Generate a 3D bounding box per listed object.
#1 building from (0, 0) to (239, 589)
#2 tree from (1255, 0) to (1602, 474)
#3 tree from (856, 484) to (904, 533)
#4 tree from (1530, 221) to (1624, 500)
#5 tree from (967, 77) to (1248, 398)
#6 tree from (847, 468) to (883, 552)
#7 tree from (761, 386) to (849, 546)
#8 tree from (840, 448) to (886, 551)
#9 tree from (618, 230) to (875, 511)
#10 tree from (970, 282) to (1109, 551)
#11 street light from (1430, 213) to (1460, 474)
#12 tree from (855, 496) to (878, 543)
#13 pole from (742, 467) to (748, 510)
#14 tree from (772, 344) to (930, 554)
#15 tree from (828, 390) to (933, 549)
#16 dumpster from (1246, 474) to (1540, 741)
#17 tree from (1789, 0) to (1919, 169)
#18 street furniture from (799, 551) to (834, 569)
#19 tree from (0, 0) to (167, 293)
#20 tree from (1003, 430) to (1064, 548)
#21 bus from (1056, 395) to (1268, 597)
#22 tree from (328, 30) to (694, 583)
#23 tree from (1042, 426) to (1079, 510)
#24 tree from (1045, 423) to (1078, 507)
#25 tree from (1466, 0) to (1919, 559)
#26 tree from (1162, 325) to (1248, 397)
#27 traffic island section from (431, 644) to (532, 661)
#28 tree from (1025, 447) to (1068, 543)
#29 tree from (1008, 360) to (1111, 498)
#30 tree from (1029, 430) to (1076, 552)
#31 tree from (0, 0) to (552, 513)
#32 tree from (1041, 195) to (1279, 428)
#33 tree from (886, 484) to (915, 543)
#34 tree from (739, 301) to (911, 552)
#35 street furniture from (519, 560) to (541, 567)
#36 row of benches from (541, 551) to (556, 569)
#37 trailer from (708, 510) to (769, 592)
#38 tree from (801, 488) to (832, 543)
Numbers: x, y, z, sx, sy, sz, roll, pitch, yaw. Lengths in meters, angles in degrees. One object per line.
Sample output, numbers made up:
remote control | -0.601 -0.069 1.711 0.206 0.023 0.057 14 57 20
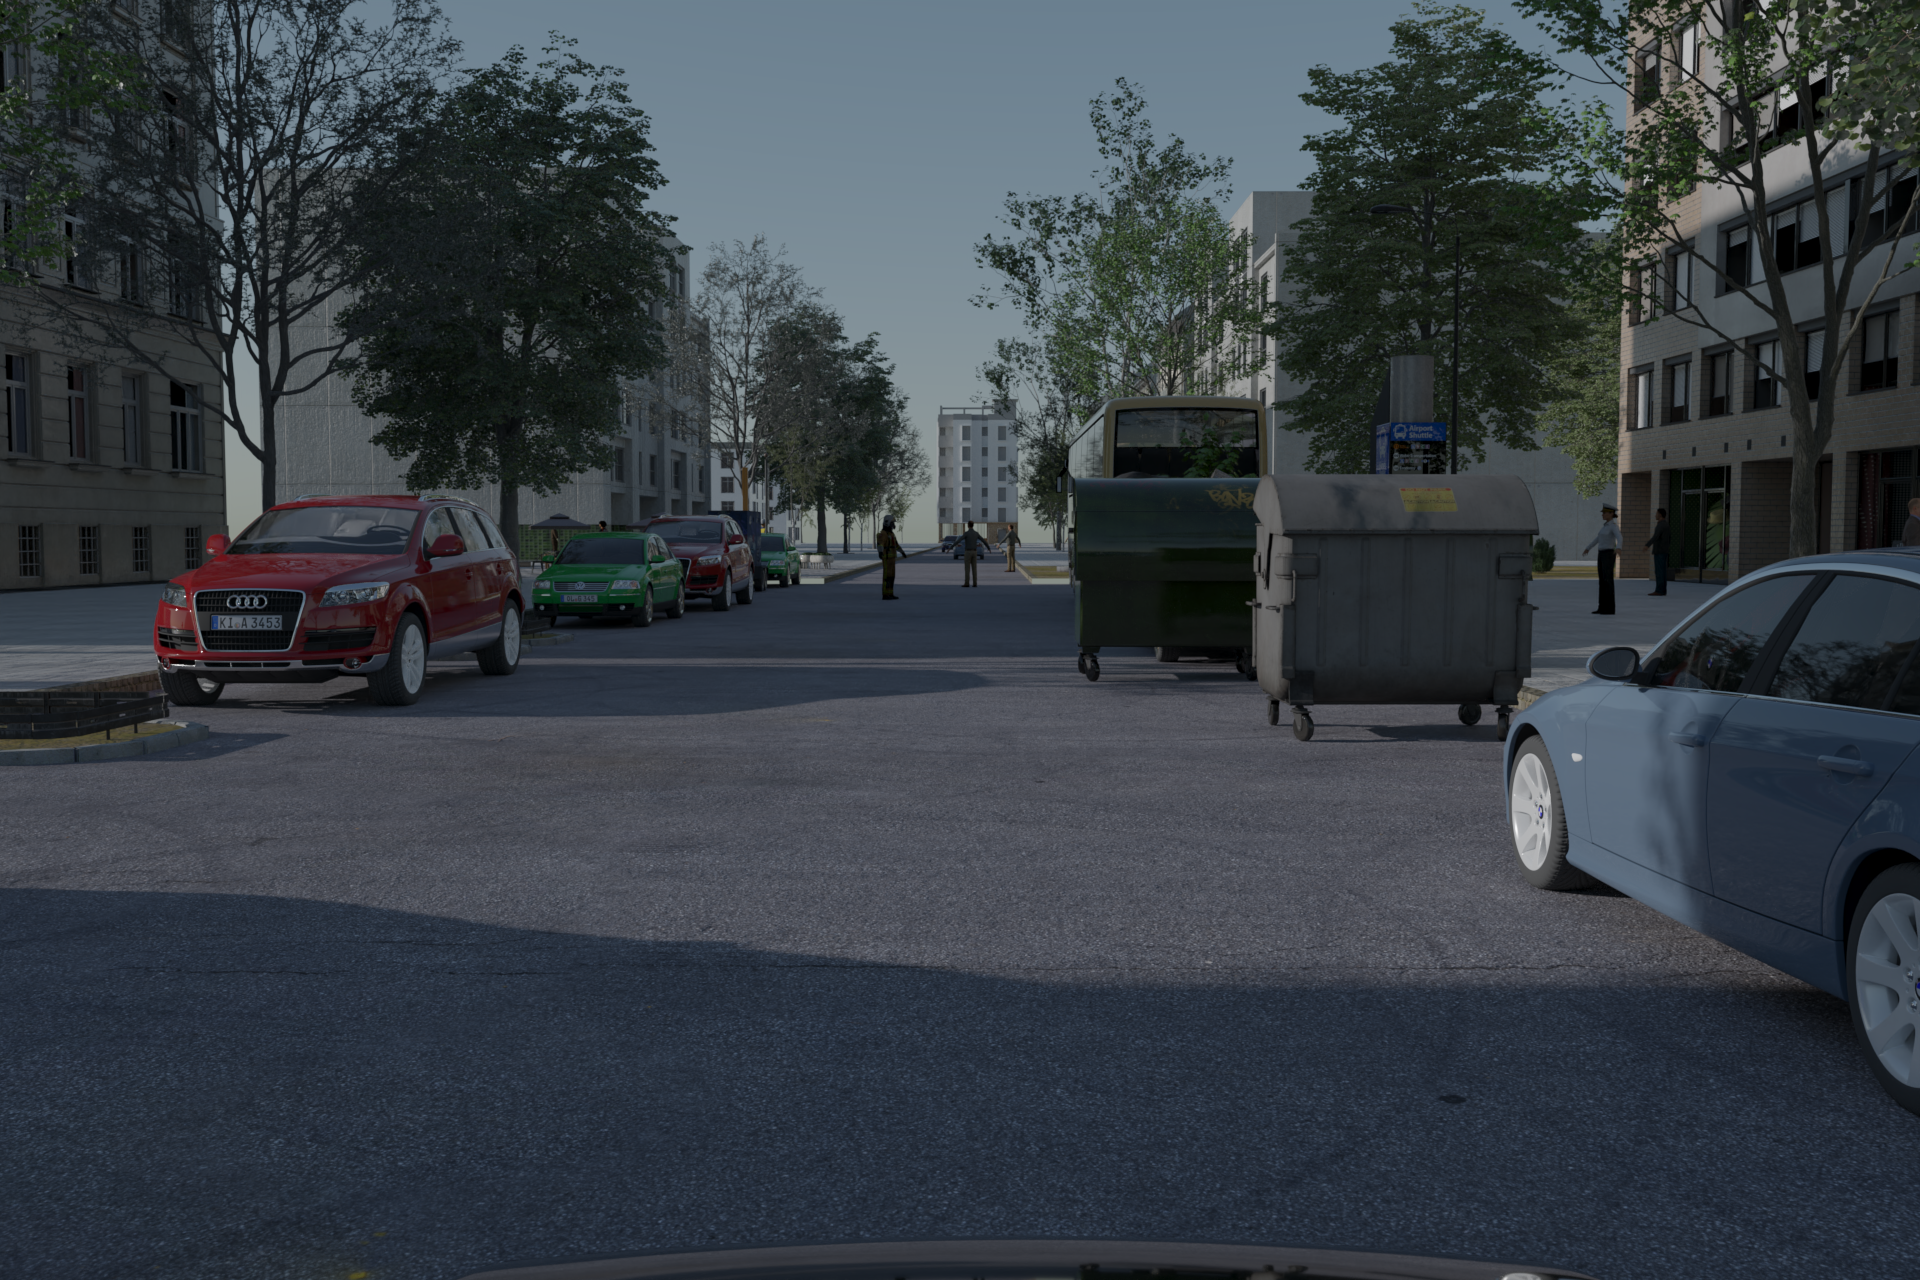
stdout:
building | -27.778 -12.338 33.750 16.112 23.069 30.059 0 3 0
tree | 10.206 -7.283 37.198 7.486 12.596 7.792 0 3 0
tree | -11.139 -18.730 240.652 7.601 10.594 8.767 0 4 1
tree | 24.067 -8.828 62.468 7.486 12.596 7.792 0 3 0
tree | 6.367 -13.392 74.845 12.611 20.169 13.585 0 3 0
tree | -7.664 -10.564 123.080 4.737 8.622 4.395 0 3 0
tree | -8.197 -8.112 83.000 4.360 8.622 3.978 0 3 0
tree | -7.543 -11.121 132.190 4.737 8.622 4.395 0 3 0
tree | -8.751 -9.808 70.726 12.009 13.543 11.850 0 3 0
tree | 7.128 -16.950 133.021 12.611 20.169 13.585 0 3 0
street light | 7.562 -3.181 24.554 1.470 5.913 1.316 0 4 1
tree | -12.927 -18.173 247.497 4.360 8.622 3.978 0 3 0
pole | -6.557 -3.618 52.992 0.158 3.312 0.155 0 3 0
tree | -7.565 -12.390 112.943 12.009 13.543 11.850 0 3 0
tree | -7.332 -14.541 148.117 12.009 13.543 11.850 0 3 0
dumpster | 3.063 -0.259 12.443 1.865 1.857 1.264 0 4 -1
tree | 9.374 -6.329 10.129 9.857 13.997 8.962 0 3 0
street furniture | -8.489 -3.054 65.562 5.734 0.657 10.072 -2 4 -25
tree | -12.367 -5.674 18.522 9.928 11.665 9.643 0 3 0
tree | 8.237 -13.457 154.437 7.601 10.594 8.767 3 5 42
bus | 3.522 -2.511 32.599 2.896 3.916 12.252 0 4 1
tree | -11.851 -8.450 44.813 9.857 13.997 8.962 0 3 0
tree | 7.502 -10.074 115.067 4.737 8.622 4.395 0 3 0
tree | 7.304 -9.711 109.133 4.360 8.622 3.978 0 3 0
tree | 9.780 -5.747 19.727 9.928 11.665 9.643 0 3 0
tree | 8.828 -6.758 60.851 4.360 8.622 3.978 0 3 0
traffic island section | -6.176 0.146 20.484 1.991 0.108 1.994 0 4 1
tree | 14.052 -20.472 241.364 9.857 13.997 8.962 0 3 0
tree | 7.002 -9.625 91.783 8.767 10.594 7.601 -2 4 -32
tree | 7.196 -10.525 122.444 4.737 8.622 4.395 0 3 0
tree | -12.415 -7.352 30.580 12.009 13.543 11.850 0 3 0
tree | 6.107 -7.796 53.219 9.928 11.665 9.643 0 3 0
tree | -8.523 -18.171 247.454 4.737 8.622 4.395 0 3 0
tree | -7.539 -11.473 94.242 9.857 13.997 8.962 0 3 0
street furniture | -21.901 -3.655 66.609 9.812 1.723 11.010 1 4 19
row of benches | -14.658 -2.914 63.108 1.422 0.672 4.104 -1 4 -22
trailer | -5.608 -2.176 42.623 1.471 1.999 3.904 0 4 1
tree | -22.569 -20.450 244.720 12.009 13.543 11.850 0 3 0
